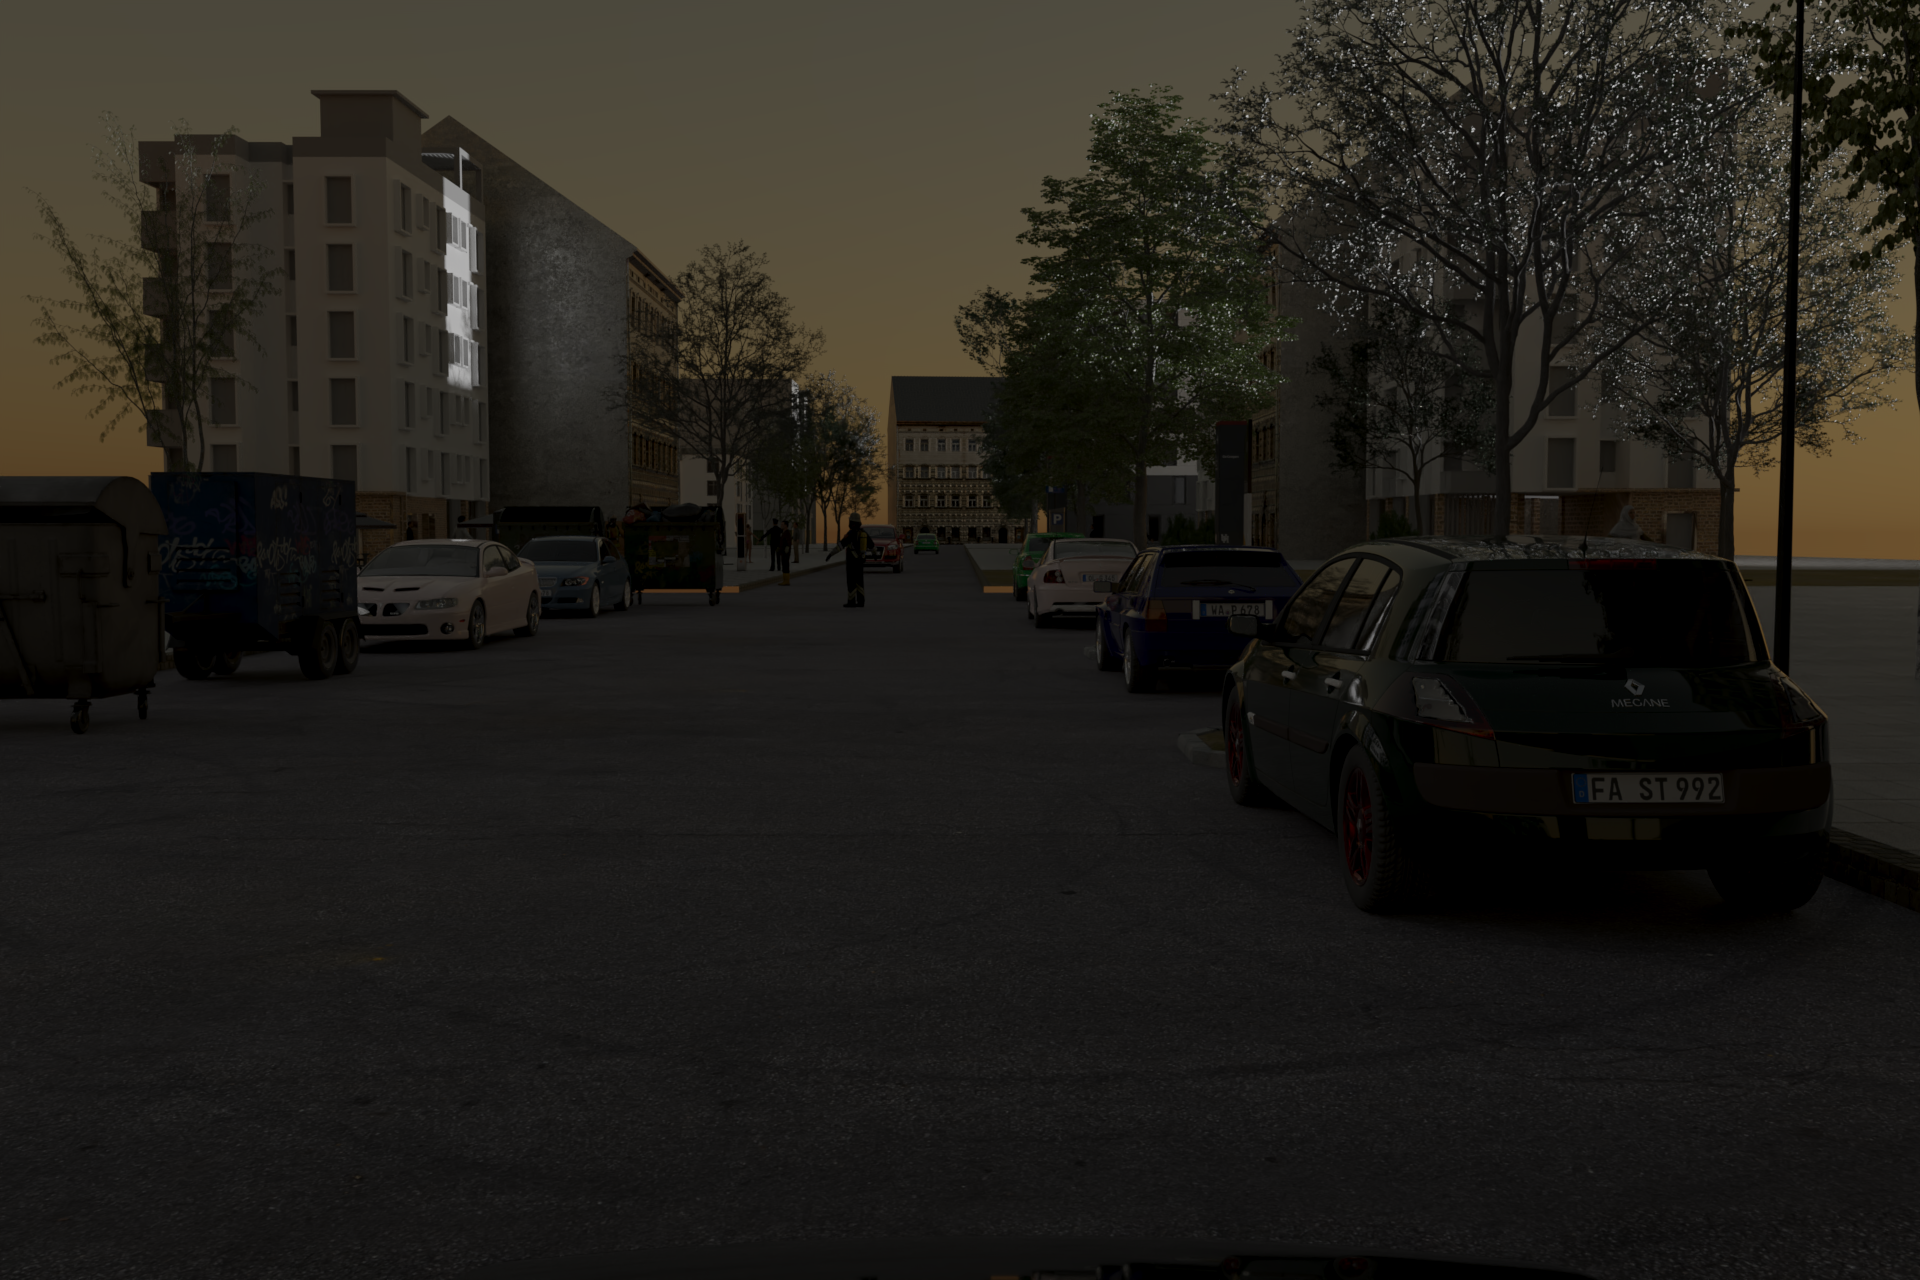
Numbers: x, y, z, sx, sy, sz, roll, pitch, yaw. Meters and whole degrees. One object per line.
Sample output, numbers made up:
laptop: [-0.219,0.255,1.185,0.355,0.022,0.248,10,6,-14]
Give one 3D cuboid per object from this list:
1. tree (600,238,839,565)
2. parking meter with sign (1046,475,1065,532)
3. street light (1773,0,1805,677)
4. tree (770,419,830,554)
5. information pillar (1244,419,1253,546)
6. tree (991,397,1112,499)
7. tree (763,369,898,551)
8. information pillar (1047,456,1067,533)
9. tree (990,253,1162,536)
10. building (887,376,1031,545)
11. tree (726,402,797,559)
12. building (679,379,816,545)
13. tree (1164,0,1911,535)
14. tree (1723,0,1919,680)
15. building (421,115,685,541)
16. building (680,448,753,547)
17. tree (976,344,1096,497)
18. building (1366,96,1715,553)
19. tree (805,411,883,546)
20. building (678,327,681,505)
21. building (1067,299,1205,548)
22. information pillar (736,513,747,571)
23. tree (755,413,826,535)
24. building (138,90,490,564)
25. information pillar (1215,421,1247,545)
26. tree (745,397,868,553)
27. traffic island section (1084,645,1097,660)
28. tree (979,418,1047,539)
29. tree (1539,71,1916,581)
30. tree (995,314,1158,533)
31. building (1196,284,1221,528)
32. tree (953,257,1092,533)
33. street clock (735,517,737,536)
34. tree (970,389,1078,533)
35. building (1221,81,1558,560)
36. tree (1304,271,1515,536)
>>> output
tree: [-9.947,-9.879,71.894,12.009,13.543,11.850,0,3,0]
parking meter with sign: [2.760,-3.273,49.775,0.543,3.016,1.738,0,4,1]
street light: [6.146,-2.392,11.653,1.470,5.913,1.316,0,3,0]
tree: [-10.248,-9.778,110.239,4.737,8.622,4.395,0,3,0]
information pillar: [5.904,-2.701,35.520,0.183,3.616,0.504,0,4,0]
tree: [5.525,-9.766,94.089,8.767,10.594,7.601,2,4,34]
tree: [-10.026,-13.339,128.468,12.009,13.543,11.850,0,3,0]
information pillar: [3.230,-4.182,57.755,0.750,3.857,0.750,0,4,-1]
tree: [4.695,-9.314,70.405,7.486,12.596,7.792,0,3,0]
building: [-0.427,-24.860,239.844,18.063,23.208,19.493,0,4,-6]
tree: [-10.174,-8.597,90.922,4.360,8.622,3.978,0,3,0]
building: [-27.455,-21.182,212.785,16.747,18.905,31.486,0,4,0]
tree: [8.383,-7.079,26.104,12.009,13.543,11.850,0,3,0]
tree: [8.659,-3.944,14.839,4.737,8.622,4.395,0,3,0]
building: [-26.932,-16.487,100.484,19.493,23.208,18.063,0,4,-1]
building: [-26.327,-14.742,183.177,9.099,9.664,28.070,0,4,1]
tree: [5.722,-11.920,105.267,12.009,13.543,11.850,0,3,0]
building: [24.537,-13.746,81.175,16.016,20.090,11.380,0,3,0]
tree: [-10.180,-13.369,144.334,9.928,11.665,9.643,0,3,0]
building: [-30.130,-17.644,119.406,19.493,23.208,18.063,0,4,-1]
building: [22.315,-19.760,167.058,27.936,21.610,32.646,0,4,0]
information pillar: [-7.549,-3.386,59.852,0.304,2.012,0.304,0,4,1]
tree: [-10.241,-9.240,101.430,4.737,8.622,4.395,0,3,0]
building: [-29.024,-13.385,75.271,16.016,20.090,11.380,0,4,0]
information pillar: [6.243,-3.093,39.955,0.750,3.857,0.750,0,4,0]
tree: [-10.393,-11.160,116.885,8.767,10.594,7.601,0,4,-2]
traffic island section: [2.472,0.155,20.326,1.991,0.108,1.994,0,4,-1]
tree: [5.495,-13.709,142.263,7.486,12.596,7.792,0,3,0]
tree: [20.972,-8.361,47.079,12.009,13.543,11.850,0,3,0]
tree: [5.537,-9.550,81.891,9.928,11.665,9.643,0,3,0]
building: [22.538,-16.513,126.404,16.016,20.090,11.380,0,4,0]
tree: [6.404,-16.012,117.691,12.611,20.169,13.585,0,3,0]
street clock: [-7.675,-3.409,60.303,0.358,2.002,0.471,0,4,0]
tree: [5.505,-13.716,130.918,9.857,13.997,8.962,0,3,0]
building: [24.808,-16.069,93.656,19.493,23.208,18.063,0,4,0]
tree: [16.148,-7.774,61.523,7.601,10.594,8.767,2,4,31]
